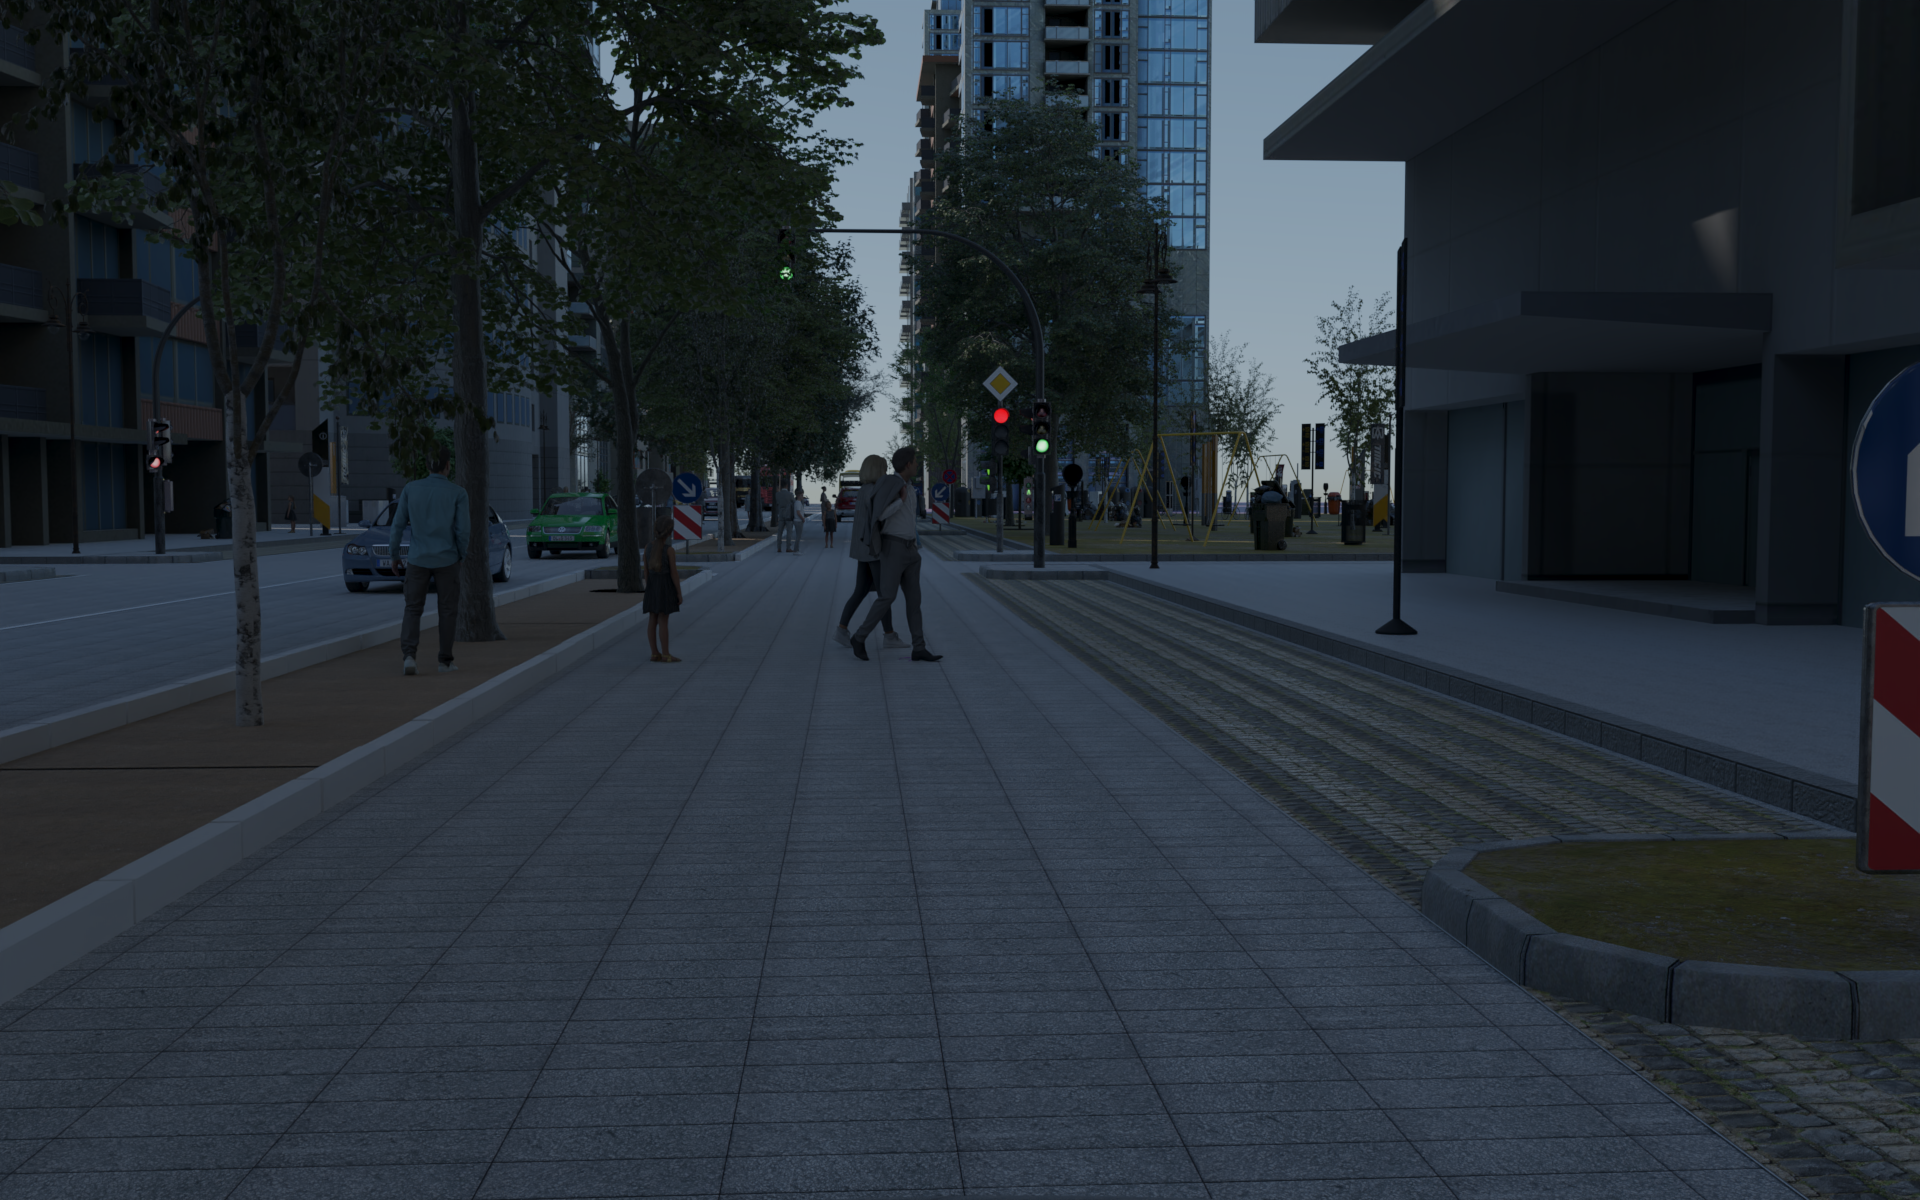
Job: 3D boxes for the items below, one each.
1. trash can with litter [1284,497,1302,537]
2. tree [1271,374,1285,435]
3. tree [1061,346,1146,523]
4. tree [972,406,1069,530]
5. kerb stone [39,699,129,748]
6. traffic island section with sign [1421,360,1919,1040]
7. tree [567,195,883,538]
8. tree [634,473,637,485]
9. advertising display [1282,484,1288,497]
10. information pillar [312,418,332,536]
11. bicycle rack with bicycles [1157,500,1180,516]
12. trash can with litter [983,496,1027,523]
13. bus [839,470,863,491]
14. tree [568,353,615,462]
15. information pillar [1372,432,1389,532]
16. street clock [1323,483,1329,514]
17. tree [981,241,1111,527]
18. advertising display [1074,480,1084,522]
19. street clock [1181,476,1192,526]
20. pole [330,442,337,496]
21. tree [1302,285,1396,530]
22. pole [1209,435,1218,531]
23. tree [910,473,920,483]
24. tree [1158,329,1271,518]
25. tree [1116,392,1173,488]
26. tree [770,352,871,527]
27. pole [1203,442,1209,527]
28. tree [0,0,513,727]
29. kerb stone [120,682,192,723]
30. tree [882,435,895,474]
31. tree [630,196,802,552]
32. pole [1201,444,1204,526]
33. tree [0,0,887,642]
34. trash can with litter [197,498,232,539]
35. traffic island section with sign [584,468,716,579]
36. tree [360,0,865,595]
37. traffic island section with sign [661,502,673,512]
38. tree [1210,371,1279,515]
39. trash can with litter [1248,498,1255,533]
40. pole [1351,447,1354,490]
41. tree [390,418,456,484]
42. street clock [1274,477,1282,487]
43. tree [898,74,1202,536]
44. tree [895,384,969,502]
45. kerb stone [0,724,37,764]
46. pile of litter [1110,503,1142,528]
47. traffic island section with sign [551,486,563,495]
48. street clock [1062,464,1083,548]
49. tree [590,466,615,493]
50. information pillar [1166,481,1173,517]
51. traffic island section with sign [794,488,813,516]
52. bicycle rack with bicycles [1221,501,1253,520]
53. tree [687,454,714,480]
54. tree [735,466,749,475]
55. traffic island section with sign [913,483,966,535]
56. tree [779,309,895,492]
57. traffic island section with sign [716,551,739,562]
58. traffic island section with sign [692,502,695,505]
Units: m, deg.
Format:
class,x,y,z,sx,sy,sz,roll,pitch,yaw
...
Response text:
class,x,y,z,sx,sy,sz,roll,pitch,yaw
trash can with litter,9.776,-2.467,51.725,0.624,1.170,1.055,3,4,37
tree,15.154,-8.694,92.514,4.360,8.622,3.978,0,3,0
tree,6.199,-7.701,76.274,4.360,8.622,3.978,0,3,0
tree,2.212,-4.799,62.169,4.285,4.588,4.351,0,3,0
kerb stone,-5.181,0.734,10.198,0.120,0.150,1.000,0,4,-4
traffic island section with sign,2.587,0.193,5.474,1.989,1.847,2.006,0,4,-4
tree,-7.431,-8.325,55.578,9.611,12.733,9.660,0,3,0
tree,-25.013,-8.368,131.419,1.663,3.219,1.824,0,3,0
advertising display,21.089,-6.641,113.799,0.974,1.923,0.123,-2,4,-28
information pillar,-19.674,-3.793,53.372,0.504,3.616,0.183,-1,4,-19
bicycle rack with bicycles,11.679,-5.447,102.438,2.925,0.926,2.852,-2,4,-31
trash can with litter,1.912,-4.032,76.989,2.233,1.210,1.678,-1,4,-9
bus,-10.807,-11.254,175.548,2.896,3.916,12.252,0,4,-2
tree,-24.755,-10.566,107.162,8.767,10.594,7.601,0,4,5
information pillar,14.308,-4.133,58.924,0.504,3.616,0.183,0,4,6
street clock,23.653,-6.572,112.026,0.358,2.002,0.471,0,4,-5
tree,2.092,-8.741,68.666,9.928,11.665,9.643,0,3,0
advertising display,5.512,-4.600,80.424,0.123,1.923,0.974,-1,4,-17
street clock,9.125,-3.985,69.725,0.358,2.002,0.471,-3,5,-42
pole,-24.669,-4.548,68.202,0.158,3.312,0.155,0,3,0
tree,14.357,-6.830,62.040,4.737,8.622,4.395,0,3,0
pole,8.877,-4.069,60.367,0.158,3.312,0.155,0,3,0
tree,-6.081,-13.099,197.886,4.285,4.588,4.351,0,3,0
tree,11.139,-7.793,77.779,4.360,8.622,3.978,0,3,0
tree,11.650,-9.835,111.165,4.737,8.622,4.395,0,3,0
tree,-8.047,-8.389,74.034,8.767,10.594,7.601,0,4,-4
pole,9.715,-4.515,67.668,0.158,3.312,0.155,0,3,0
tree,-4.345,-3.508,10.175,4.360,8.622,3.978,0,3,0
kerb stone,-5.244,0.674,11.221,0.120,0.150,1.000,0,4,-4
tree,-7.026,-15.517,204.056,4.737,8.622,4.395,0,3,0
tree,-5.715,-5.402,41.137,4.360,8.622,3.978,0,3,0
pole,9.929,-4.680,70.358,0.158,3.312,0.155,0,3,0
tree,-4.582,-5.840,16.063,7.486,12.596,7.792,0,3,0
trash can with litter,-21.155,-2.315,49.235,1.055,1.170,0.624,0,4,2
traffic island section with sign,-5.372,-1.336,29.976,2.006,1.907,1.989,0,4,-4
tree,-4.902,-5.912,24.878,9.928,11.665,9.643,0,3,0
traffic island section with sign,-23.270,-7.830,136.650,1.989,1.847,2.006,0,4,-4
tree,16.937,-9.464,105.097,4.737,8.622,4.395,0,3,0
trash can with litter,9.831,-2.718,55.819,1.055,1.170,0.624,2,4,29
pole,16.857,-4.924,74.345,0.158,3.312,0.155,0,3,0
tree,-21.642,-5.349,71.162,4.285,4.588,4.351,0,3,0
street clock,13.126,-4.099,71.582,0.358,2.002,0.471,2,4,30
tree,2.900,-8.973,53.364,9.857,13.997,8.962,0,3,0
tree,-1.923,-10.449,121.201,4.737,8.622,4.395,0,3,0
kerb stone,-5.118,0.797,9.173,0.120,0.150,1.000,0,4,-4
pile of litter,6.473,-3.211,66.466,1.176,0.858,1.719,2,4,24
traffic island section with sign,-20.197,-4.780,86.785,1.989,1.847,2.006,0,4,-4
street clock,2.677,-2.243,41.247,0.471,2.002,0.358,0,4,-7
tree,-24.316,-7.507,117.348,1.663,3.219,1.824,0,3,0
information pillar,11.930,-5.767,98.776,0.304,2.012,0.304,3,4,38
traffic island section with sign,-10.459,-6.375,112.365,2.006,1.907,1.989,0,4,-4
bicycle rack with bicycles,14.026,-4.416,85.590,2.852,0.926,2.925,2,4,35
tree,-28.532,-14.593,188.965,4.737,8.622,4.395,0,3,0
tree,-33.893,-19.529,269.654,4.737,8.622,4.395,0,3,0
traffic island section with sign,-0.826,-3.181,60.634,1.989,1.847,2.006,0,4,-4
tree,-8.369,-10.459,83.830,12.009,13.543,11.850,0,3,0
traffic island section with sign,-5.818,-1.788,37.370,2.006,1.907,1.989,0,4,-4
traffic island section with sign,-24.936,-9.485,163.709,1.989,1.847,2.006,0,4,-4
